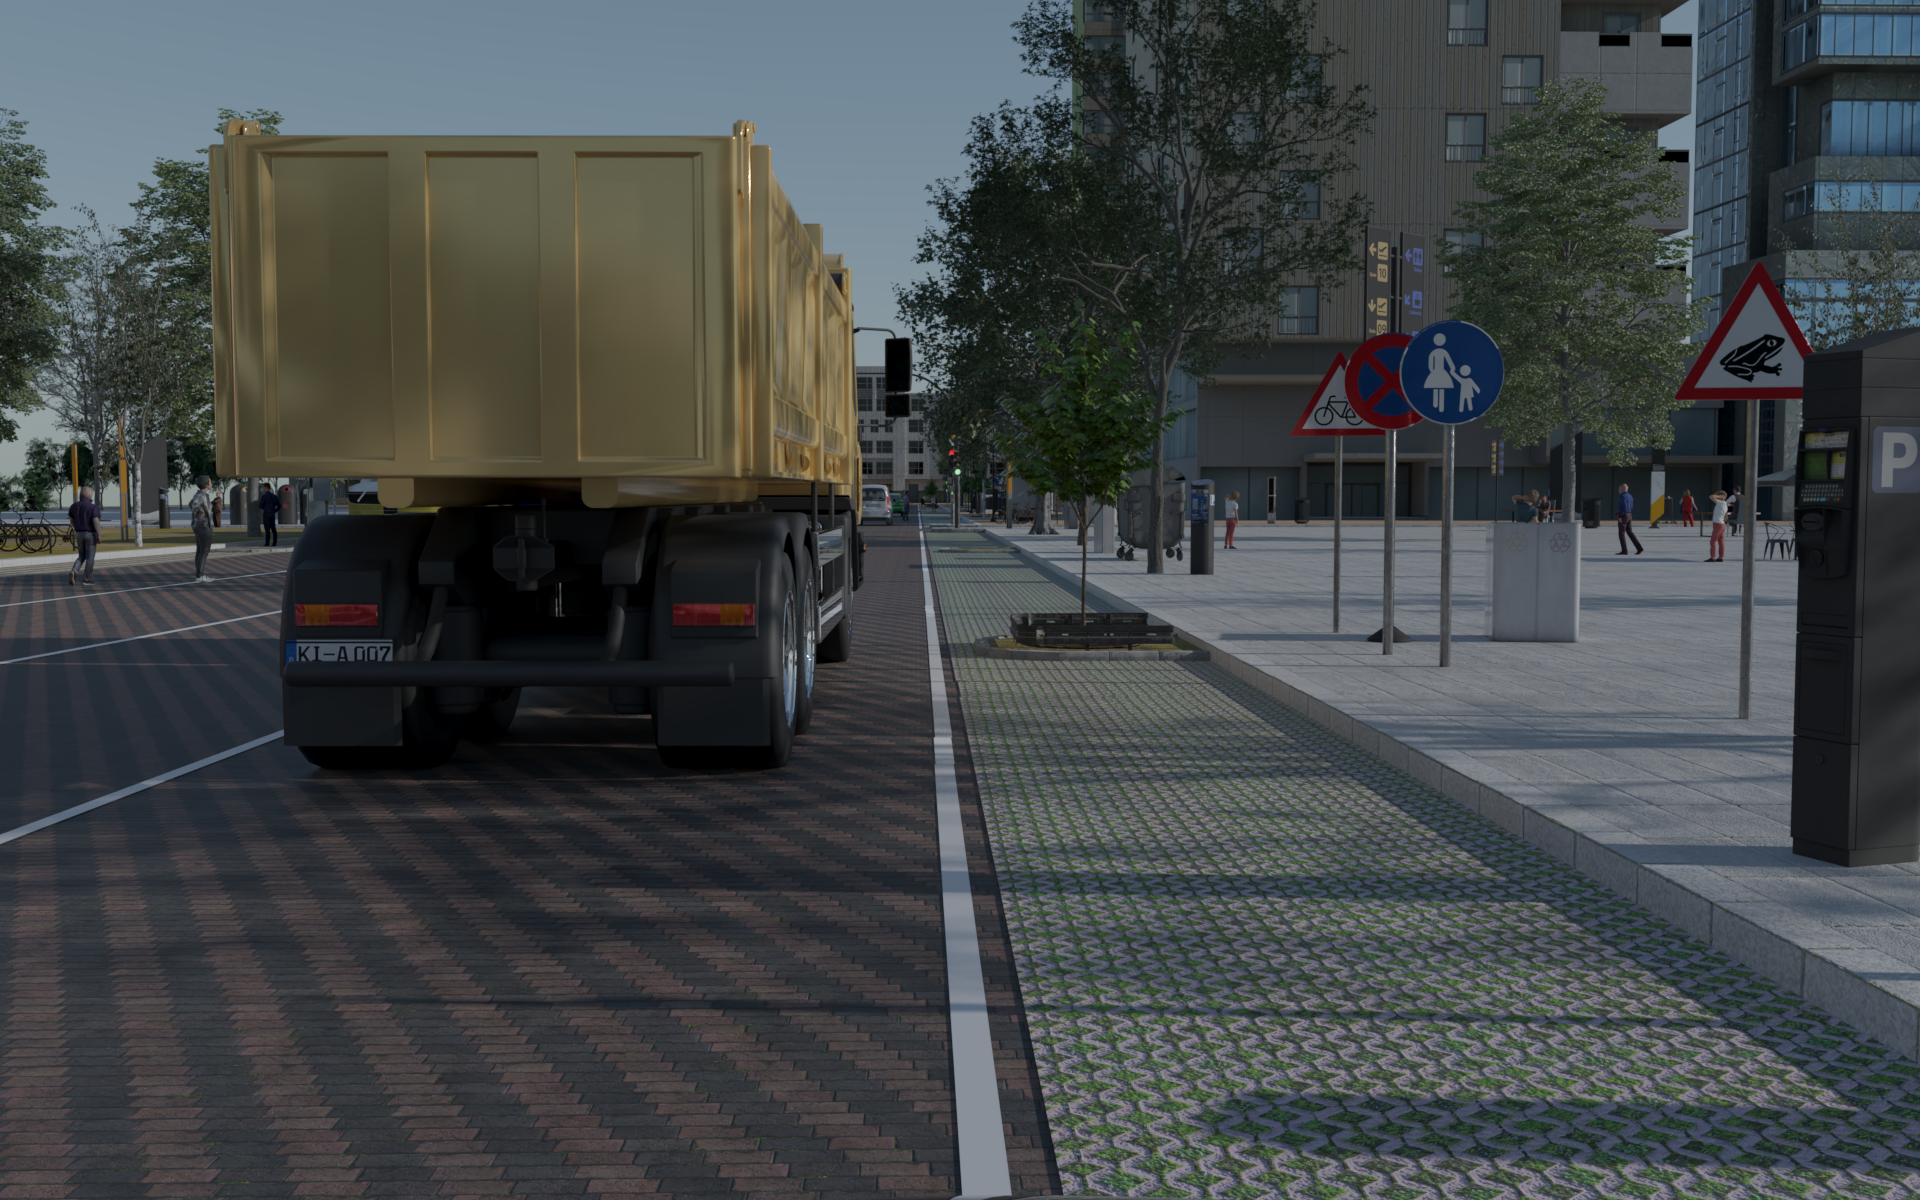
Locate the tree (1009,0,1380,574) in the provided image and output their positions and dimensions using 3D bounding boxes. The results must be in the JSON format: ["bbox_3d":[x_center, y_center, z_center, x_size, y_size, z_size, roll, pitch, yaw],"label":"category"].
[{"bbox_3d":[2.956,-5.691,27.456,8.767,10.594,7.601,2,4,32],"label":"tree"}]

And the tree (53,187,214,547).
[{"bbox_3d":[-20.095,-5.630,42.408,4.360,8.622,3.978,0,3,0],"label":"tree"}]

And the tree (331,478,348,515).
[{"bbox_3d":[-41.566,-10.018,114.162,4.360,8.622,3.978,0,3,0],"label":"tree"}]

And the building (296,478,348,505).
[{"bbox_3d":[-71.092,-21.407,206.424,11.380,20.091,16.016,0,4,-1],"label":"building"}]

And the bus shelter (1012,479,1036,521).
[{"bbox_3d":[3.164,-5.244,79.661,2.014,3.302,5.546,0,4,-1],"label":"bus shelter"}]

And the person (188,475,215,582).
[{"bbox_3d":[-12.415,-1.169,28.344,0.376,1.734,0.841,-2,4,-24],"label":"person"}]

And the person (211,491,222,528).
[{"bbox_3d":[-29.725,-3.578,69.267,0.482,1.546,0.388,3,5,42],"label":"person"}]

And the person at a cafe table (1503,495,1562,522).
[{"bbox_3d":[20.194,-3.039,60.556,1.726,1.238,1.698,-3,5,-42],"label":"person at a cafe table"}]

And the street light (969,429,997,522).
[{"bbox_3d":[0.990,-6.530,79.311,1.470,5.913,1.316,0,4,-1],"label":"street light"}]

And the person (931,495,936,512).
[{"bbox_3d":[-2.088,-7.626,137.096,0.435,1.345,0.340,0,4,-2],"label":"person"}]

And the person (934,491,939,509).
[{"bbox_3d":[-2.246,-9.816,169.714,0.721,1.743,1.217,-1,4,-13],"label":"person"}]

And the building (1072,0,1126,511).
[{"bbox_3d":[15.921,-27.973,140.957,14.154,41.232,14.086,0,4,-1],"label":"building"}]

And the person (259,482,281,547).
[{"bbox_3d":[-18.344,-2.242,45.866,0.504,1.737,0.576,1,4,12],"label":"person"}]

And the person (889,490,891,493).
[{"bbox_3d":[-7.019,-10.183,175.000,0.705,1.824,1.348,-3,5,-43],"label":"person"}]

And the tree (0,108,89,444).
[{"bbox_3d":[-32.417,-9.001,53.822,9.857,13.997,8.962,0,3,0],"label":"tree"}]

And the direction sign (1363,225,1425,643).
[{"bbox_3d":[3.743,-1.406,14.990,0.876,3.537,0.379,-3,5,-43],"label":"direction sign"}]

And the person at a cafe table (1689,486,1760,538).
[{"bbox_3d":[23.066,-2.650,51.839,1.698,1.524,1.622,0,4,-8],"label":"person at a cafe table"}]

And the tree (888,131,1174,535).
[{"bbox_3d":[2.573,-8.421,54.695,9.611,12.733,9.660,0,3,0],"label":"tree"}]

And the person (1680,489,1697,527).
[{"bbox_3d":[28.798,-3.566,68.508,0.444,1.614,0.593,-3,4,-36],"label":"person"}]

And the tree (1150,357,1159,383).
[{"bbox_3d":[7.188,-7.828,78.348,4.360,8.622,3.978,0,3,0],"label":"tree"}]

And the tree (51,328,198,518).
[{"bbox_3d":[-44.516,-9.696,92.942,8.767,10.594,7.601,0,4,8],"label":"tree"}]

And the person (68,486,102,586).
[{"bbox_3d":[-13.794,-1.006,27.160,0.569,1.553,0.471,3,5,43],"label":"person"}]

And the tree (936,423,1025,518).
[{"bbox_3d":[1.386,-8.700,92.613,4.360,8.622,3.978,0,3,0],"label":"tree"}]

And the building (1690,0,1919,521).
[{"bbox_3d":[53.927,-47.570,90.437,31.000,86.520,22.319,0,4,-1],"label":"building"}]

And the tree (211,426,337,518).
[{"bbox_3d":[-36.685,-8.682,92.315,4.737,8.622,4.395,0,3,0],"label":"tree"}]

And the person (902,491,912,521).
[{"bbox_3d":[-2.785,-4.943,91.278,0.435,1.587,0.963,-2,4,-26],"label":"person"}]

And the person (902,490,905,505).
[{"bbox_3d":[-4.942,-8.793,152.245,0.705,1.826,1.348,-1,4,-22],"label":"person"}]

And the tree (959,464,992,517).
[{"bbox_3d":[1.221,-6.269,97.103,1.663,3.219,1.824,0,3,0],"label":"tree"}]

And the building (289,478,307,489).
[{"bbox_3d":[-77.617,-24.952,251.946,32.646,21.610,27.936,0,4,-1],"label":"building"}]

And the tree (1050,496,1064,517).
[{"bbox_3d":[5.990,-9.368,103.531,4.737,8.622,4.395,0,3,0],"label":"tree"}]

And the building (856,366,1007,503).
[{"bbox_3d":[-0.512,-23.334,247.966,31.486,18.905,16.747,0,4,-1],"label":"building"}]

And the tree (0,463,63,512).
[{"bbox_3d":[-72.378,-13.348,120.068,13.155,14.587,18.604,0,4,5],"label":"tree"}]

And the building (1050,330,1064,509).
[{"bbox_3d":[16.556,-19.150,169.523,16.016,20.091,11.380,0,4,-1],"label":"building"}]

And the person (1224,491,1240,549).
[{"bbox_3d":[6.338,-1.869,40.514,0.435,1.345,0.340,2,4,33],"label":"person"}]

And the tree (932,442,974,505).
[{"bbox_3d":[-0.252,-13.460,170.438,4.737,8.622,4.395,0,3,0],"label":"tree"}]

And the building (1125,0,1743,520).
[{"bbox_3d":[23.570,-30.913,94.674,27.495,52.752,28.713,0,4,-1],"label":"building"}]

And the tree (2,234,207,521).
[{"bbox_3d":[-40.858,-10.484,81.785,12.009,13.543,11.850,0,3,0],"label":"tree"}]

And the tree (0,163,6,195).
[{"bbox_3d":[-27.567,-7.084,41.575,9.928,11.665,9.643,0,3,0],"label":"tree"}]

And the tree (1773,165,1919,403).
[{"bbox_3d":[19.961,-5.358,37.967,4.360,8.622,3.978,0,3,0],"label":"tree"}]

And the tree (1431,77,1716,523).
[{"bbox_3d":[16.608,-7.954,48.175,7.486,12.596,7.792,0,3,0],"label":"tree"}]

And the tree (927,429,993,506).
[{"bbox_3d":[0.163,-15.811,184.271,9.928,11.665,9.643,0,3,0],"label":"tree"}]

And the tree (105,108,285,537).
[{"bbox_3d":[-21.049,-8.131,51.075,7.486,12.596,7.792,0,3,0],"label":"tree"}]

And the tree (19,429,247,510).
[{"bbox_3d":[-66.761,-10.877,140.745,20.602,7.101,11.467,0,4,-8],"label":"tree"}]

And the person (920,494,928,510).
[{"bbox_3d":[-3.129,-8.657,153.234,0.799,1.438,0.628,1,4,9],"label":"person"}]

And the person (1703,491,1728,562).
[{"bbox_3d":[14.253,-1.388,32.647,0.340,1.345,0.435,3,4,36],"label":"person"}]

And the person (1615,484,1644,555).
[{"bbox_3d":[14.045,-1.704,36.600,0.574,1.496,0.600,-1,4,-19],"label":"person"}]

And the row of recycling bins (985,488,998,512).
[{"bbox_3d":[2.339,-7.307,126.580,1.069,1.692,3.534,0,4,-4],"label":"row of recycling bins"}]

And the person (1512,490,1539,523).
[{"bbox_3d":[8.696,-1.026,26.729,0.435,1.345,0.340,1,4,21],"label":"person"}]

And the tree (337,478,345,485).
[{"bbox_3d":[-47.194,-10.601,123.696,4.737,8.622,4.395,0,3,0],"label":"tree"}]

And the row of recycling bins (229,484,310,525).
[{"bbox_3d":[-28.647,-3.997,72.456,3.534,1.692,1.069,-2,4,-28],"label":"row of recycling bins"}]
